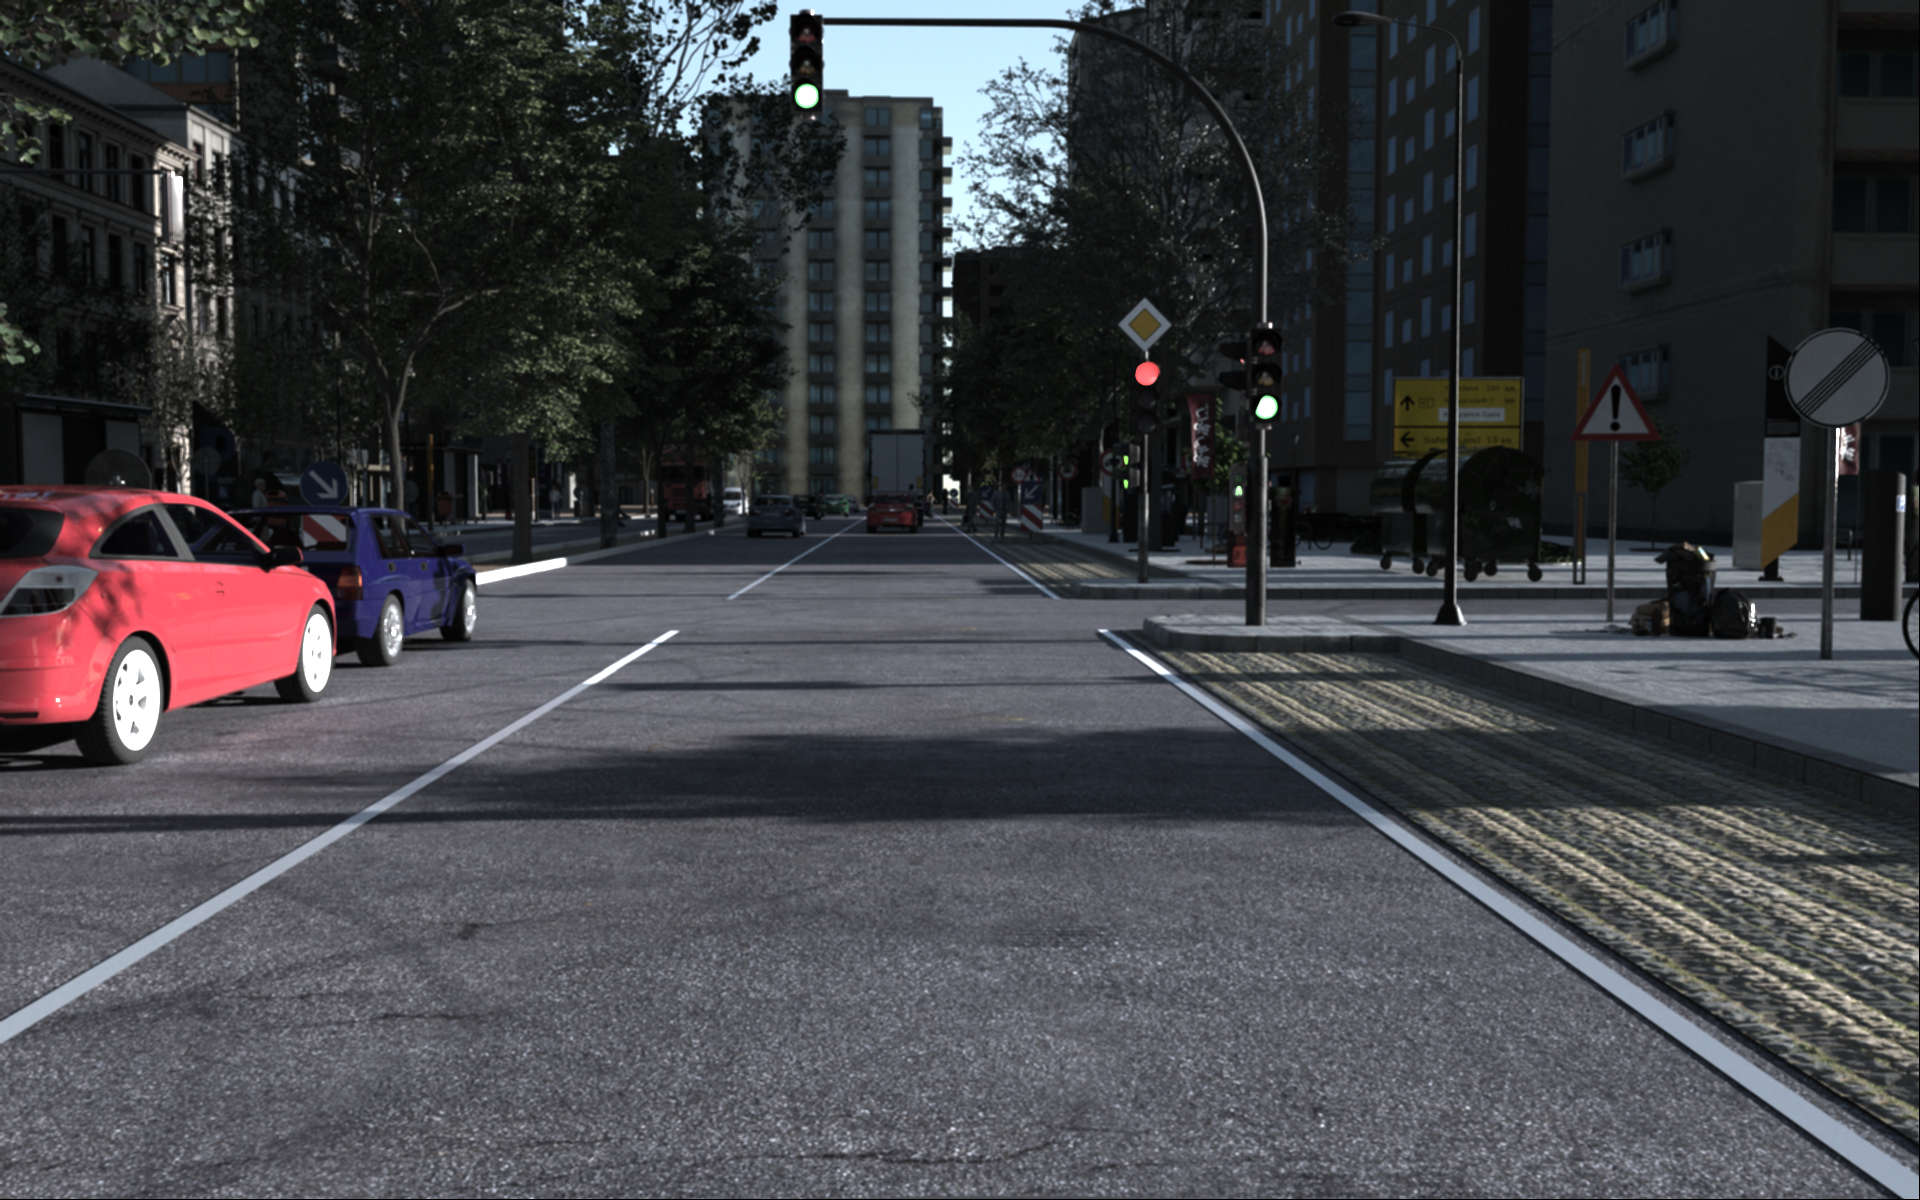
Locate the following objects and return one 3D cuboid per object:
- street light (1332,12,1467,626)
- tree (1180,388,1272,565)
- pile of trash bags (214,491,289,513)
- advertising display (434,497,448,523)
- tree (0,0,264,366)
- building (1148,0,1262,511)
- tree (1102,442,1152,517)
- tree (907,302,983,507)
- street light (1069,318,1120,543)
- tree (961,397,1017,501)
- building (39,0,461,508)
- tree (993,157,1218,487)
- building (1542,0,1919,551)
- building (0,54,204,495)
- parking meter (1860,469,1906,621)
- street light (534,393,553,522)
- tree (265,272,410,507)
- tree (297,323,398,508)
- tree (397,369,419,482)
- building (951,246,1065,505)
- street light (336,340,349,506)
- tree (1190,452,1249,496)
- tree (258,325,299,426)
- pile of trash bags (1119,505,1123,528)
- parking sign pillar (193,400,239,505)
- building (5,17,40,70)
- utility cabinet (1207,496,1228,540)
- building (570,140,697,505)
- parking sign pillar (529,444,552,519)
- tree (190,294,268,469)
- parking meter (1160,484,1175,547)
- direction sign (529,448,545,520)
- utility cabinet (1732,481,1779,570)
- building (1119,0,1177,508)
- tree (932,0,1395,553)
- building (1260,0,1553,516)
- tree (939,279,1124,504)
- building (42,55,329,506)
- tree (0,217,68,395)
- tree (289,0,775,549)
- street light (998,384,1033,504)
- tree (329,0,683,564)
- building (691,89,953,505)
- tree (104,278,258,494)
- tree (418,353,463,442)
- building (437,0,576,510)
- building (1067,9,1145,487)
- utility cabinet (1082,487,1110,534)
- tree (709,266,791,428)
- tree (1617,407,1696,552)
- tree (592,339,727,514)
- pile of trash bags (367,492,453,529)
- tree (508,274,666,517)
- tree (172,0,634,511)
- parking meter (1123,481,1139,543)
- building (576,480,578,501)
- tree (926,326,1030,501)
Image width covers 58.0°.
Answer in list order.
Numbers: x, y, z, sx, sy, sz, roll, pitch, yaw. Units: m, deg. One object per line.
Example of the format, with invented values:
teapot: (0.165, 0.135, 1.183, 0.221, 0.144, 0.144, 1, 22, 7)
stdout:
street light: (4.284, -2.712, 16.886, 1.470, 5.913, 1.316, 0, 4, -2)
tree: (4.633, -2.267, 31.664, 1.663, 3.219, 1.824, 0, 3, 0)
pile of trash bags: (-19.405, -2.202, 45.751, 3.447, 1.369, 1.912, 0, 4, 4)
advertising display: (-23.447, -4.450, 77.966, 0.974, 1.923, 0.123, 2, 4, 24)
tree: (-8.137, -6.118, 9.142, 9.857, 13.997, 8.962, 0, 3, 0)
building: (29.077, -32.947, 127.926, 28.713, 52.752, 27.495, 0, 4, -2)
tree: (9.810, -6.980, 97.836, 4.285, 4.588, 4.351, 0, 3, 0)
tree: (1.216, -19.189, 169.622, 12.611, 20.169, 13.585, 0, 3, 0)
street light: (3.517, -4.463, 45.512, 1.470, 5.913, 1.316, 0, 4, -2)
tree: (2.006, -10.489, 121.849, 4.737, 8.622, 4.395, 0, 3, 0)
building: (-45.717, -27.996, 112.366, 22.147, 44.769, 28.867, 0, 4, -2)
tree: (5.125, -8.604, 58.806, 7.486, 12.596, 7.792, 0, 3, 0)
building: (28.847, -25.996, 48.732, 21.600, 48.544, 21.300, 0, 4, -2)
building: (-38.564, -12.410, 67.536, 10.561, 19.102, 19.286, 0, 4, -2)
parking meter: (9.380, -0.562, 17.601, 0.372, 1.533, 0.369, 0, 3, 0)
street light: (-18.622, -6.468, 78.295, 1.470, 5.913, 1.316, 0, 4, -2)
tree: (-19.439, -6.462, 56.016, 4.737, 8.622, 4.395, 0, 3, 0)
tree: (-27.455, -7.608, 74.752, 4.360, 8.622, 3.978, 0, 3, 0)
tree: (-28.568, -7.989, 80.980, 4.360, 8.622, 3.978, 0, 3, 0)
building: (6.149, -26.490, 204.817, 14.107, 30.474, 14.160, 0, 4, -2)
street light: (-17.764, -4.801, 51.035, 1.470, 5.913, 1.316, 0, 4, -2)
tree: (13.823, -6.600, 91.626, 4.285, 4.588, 4.351, 0, 3, 0)
tree: (-29.010, -7.235, 68.662, 4.360, 8.622, 3.978, 0, 3, 0)
pile of trash bags: (6.975, -3.399, 65.323, 3.447, 1.369, 1.912, -3, 5, -40)
parking sign pillar: (-21.608, -3.785, 50.360, 1.447, 3.967, 1.447, 1, 4, 21)
building: (-71.785, -51.041, 147.193, 31.000, 86.520, 22.319, 0, 4, -2)
utility cabinet: (7.296, -2.297, 48.714, 0.306, 1.237, 1.020, -1, 4, -18)
building: (-38.372, -31.755, 202.791, 14.086, 41.232, 14.154, 0, 4, -2)
parking sign pillar: (-21.959, -6.215, 90.095, 1.447, 3.967, 1.447, 0, 4, 4)
tree: (-25.863, -6.917, 63.453, 4.737, 8.622, 4.395, 0, 3, 0)
parking meter: (5.058, -2.070, 42.261, 0.372, 1.533, 0.369, 0, 3, 0)
direction sign: (-20.873, -5.714, 85.424, 0.876, 3.537, 0.379, 0, 4, 6)
utility cabinet: (13.418, -1.256, 29.219, 0.318, 1.500, 1.173, 0, 4, 3)
building: (25.467, -43.613, 151.316, 20.563, 71.187, 20.611, 0, 4, -2)
tree: (4.400, -7.808, 38.037, 12.009, 13.543, 11.850, 0, 3, 0)
building: (24.470, -27.092, 93.061, 14.600, 45.320, 14.200, 0, 4, -2)
tree: (3.809, -10.542, 89.374, 9.611, 12.733, 9.660, 0, 3, 0)
building: (-39.271, -14.499, 86.207, 9.793, 20.994, 18.267, 0, 4, -2)
tree: (-24.929, -5.717, 43.840, 4.737, 8.622, 4.395, 0, 3, 0)
tree: (-10.380, -11.431, 45.250, 12.611, 20.169, 13.585, 0, 3, 0)
street light: (2.498, -6.139, 72.921, 1.470, 5.913, 1.316, 0, 4, -2)
tree: (-9.058, -7.022, 35.390, 7.486, 12.596, 7.792, 0, 3, 0)
building: (-16.256, -35.974, 207.779, 30.456, 49.044, 23.786, 0, 4, -2)
tree: (-26.627, -6.624, 58.658, 4.360, 8.622, 3.978, 0, 3, 0)
tree: (-26.981, -8.360, 87.050, 4.360, 8.622, 3.978, 0, 3, 0)
building: (-46.038, -43.527, 149.913, 20.611, 71.187, 20.563, 0, 4, -2)
building: (27.737, -40.747, 208.218, 28.212, 58.520, 21.231, 0, 4, -2)
utility cabinet: (4.465, -2.861, 55.463, 1.173, 1.500, 0.318, -2, 4, -27)
tree: (-9.564, -7.272, 55.761, 8.767, 10.594, 7.601, 0, 4, -2)
tree: (15.476, -2.712, 38.940, 1.663, 3.219, 1.824, 0, 3, 0)
tree: (-20.436, -11.422, 112.509, 9.928, 11.665, 9.643, 0, 3, 0)
pile of trash bags: (-20.275, -3.271, 63.229, 3.447, 1.369, 1.912, -1, 4, -13)
tree: (-20.563, -11.560, 95.656, 9.857, 13.997, 8.962, 0, 3, 0)
tree: (-8.904, -5.550, 27.618, 8.767, 10.594, 7.601, 0, 4, -2)
parking meter: (4.511, -2.444, 45.669, 0.399, 1.863, 0.255, 0, 4, -1)
building: (-57.710, -31.808, 211.942, 23.993, 40.220, 32.217, 0, 4, -2)
tree: (2.361, -13.804, 132.345, 9.857, 13.997, 8.962, 0, 3, 0)
